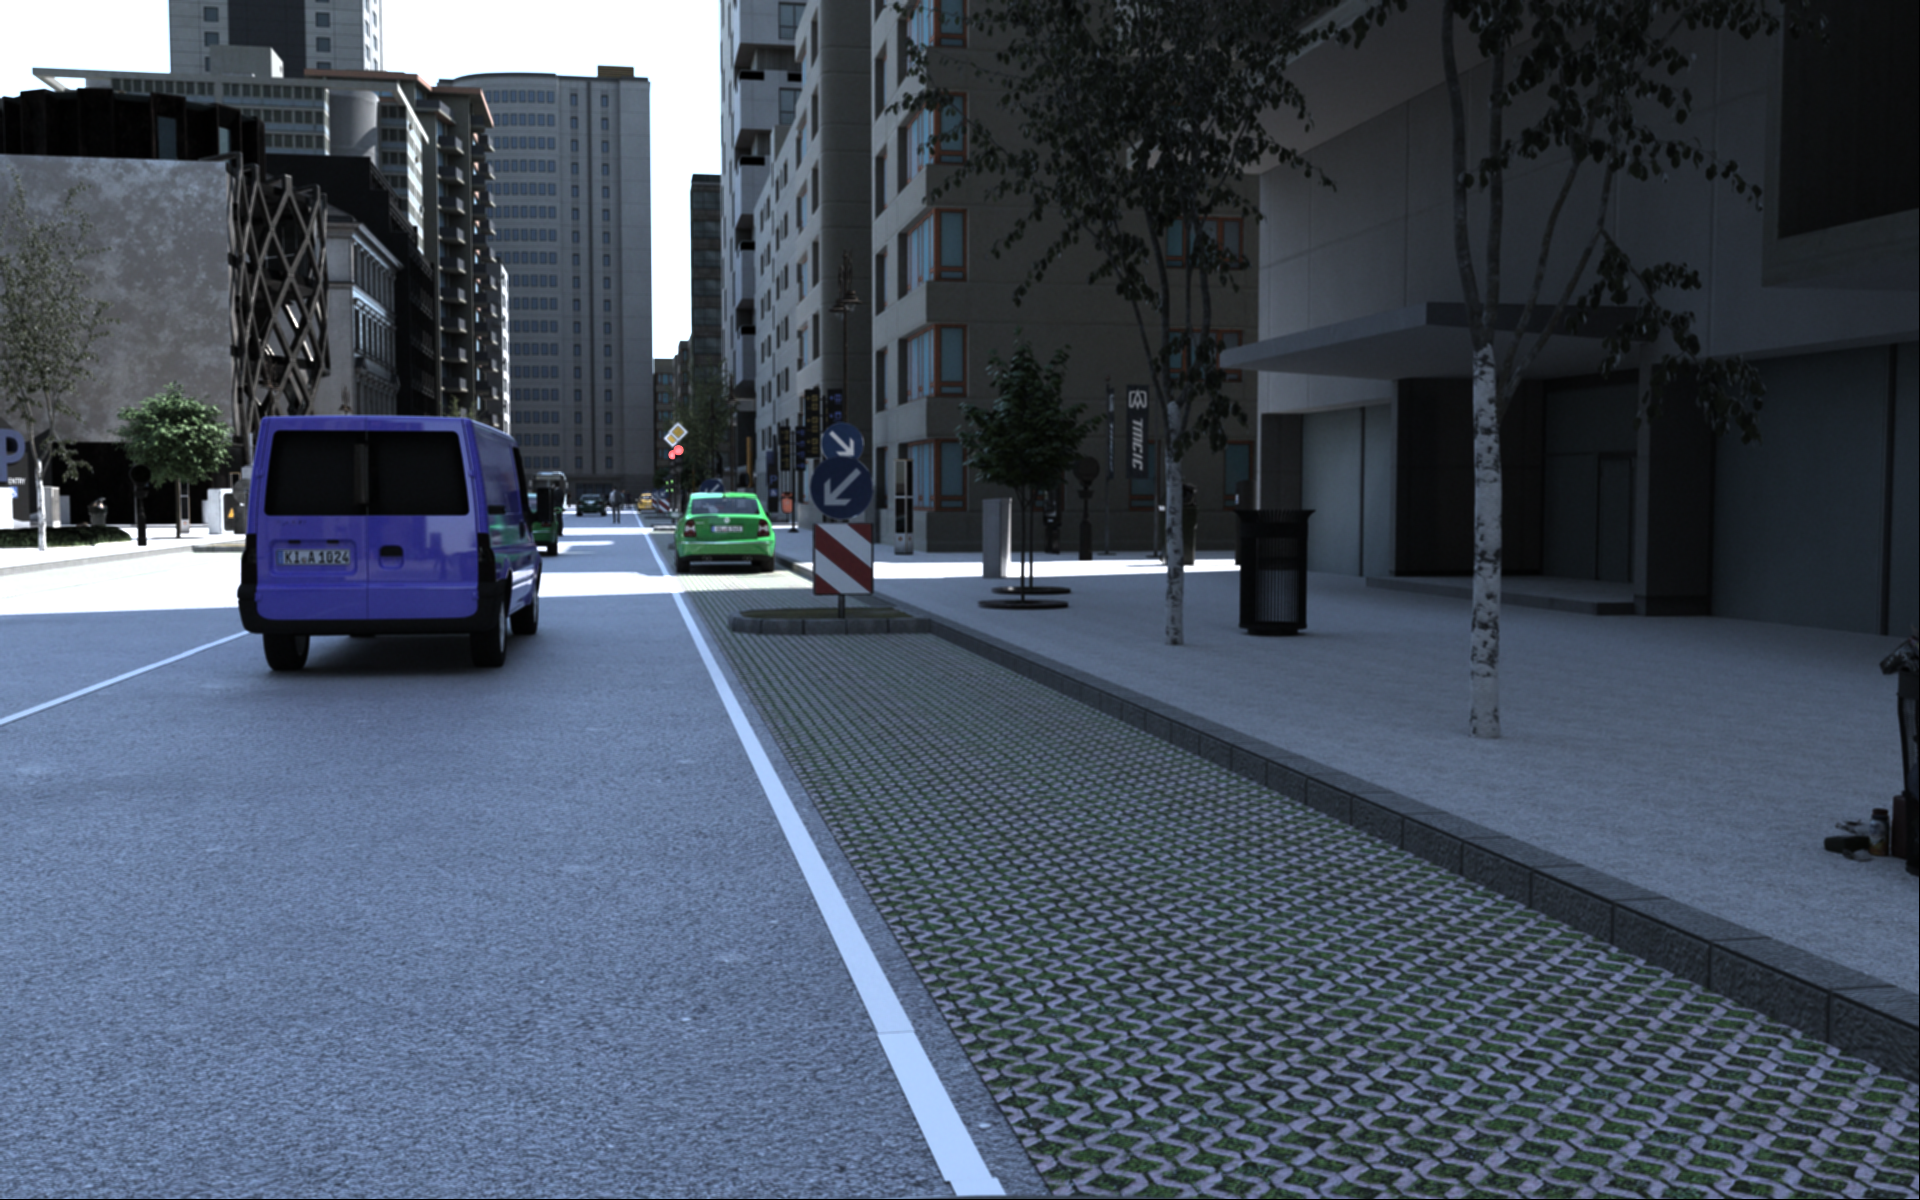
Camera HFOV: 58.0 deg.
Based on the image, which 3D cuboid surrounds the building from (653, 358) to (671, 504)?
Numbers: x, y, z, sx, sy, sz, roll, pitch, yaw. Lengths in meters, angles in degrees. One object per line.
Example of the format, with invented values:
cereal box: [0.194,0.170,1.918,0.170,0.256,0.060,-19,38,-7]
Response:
building: [-29.305,-24.720,249.208,28.899,21.520,27.650,-1,4,-11]

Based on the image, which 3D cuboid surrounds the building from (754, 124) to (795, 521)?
building: [4.264,-15.283,94.914,28.899,21.520,27.650,-1,4,-11]

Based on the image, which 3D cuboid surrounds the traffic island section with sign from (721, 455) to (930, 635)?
traffic island section with sign: [-1.455,-0.601,18.455,1.989,1.847,2.006,-1,4,-11]

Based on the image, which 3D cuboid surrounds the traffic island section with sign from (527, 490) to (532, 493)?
traffic island section with sign: [-42.962,-10.061,173.119,1.989,1.847,2.006,-1,4,-11]

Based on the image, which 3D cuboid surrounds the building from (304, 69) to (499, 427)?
building: [-60.570,-32.243,181.797,22.147,44.769,28.867,-1,4,-11]

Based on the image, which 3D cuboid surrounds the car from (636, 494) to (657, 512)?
car: [-24.966,-7.862,138.767,2.015,1.641,3.980,-1,4,-11]

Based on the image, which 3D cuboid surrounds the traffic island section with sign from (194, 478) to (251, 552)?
traffic island section with sign: [-17.887,-2.121,43.302,1.989,1.847,2.006,-1,4,-11]

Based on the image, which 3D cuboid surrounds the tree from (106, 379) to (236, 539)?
tree: [-22.591,-4.037,49.712,4.285,4.588,4.351,0,3,0]

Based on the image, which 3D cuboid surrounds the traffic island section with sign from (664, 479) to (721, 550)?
traffic island section with sign: [-6.598,-2.231,45.109,1.989,1.847,2.006,-1,4,-11]

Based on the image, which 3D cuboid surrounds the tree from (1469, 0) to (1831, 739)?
tree: [2.891,-3.567,8.690,4.360,8.622,3.978,0,3,0]

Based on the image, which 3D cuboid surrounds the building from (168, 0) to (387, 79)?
building: [-78.510,-46.746,202.549,20.611,71.187,20.563,-1,4,-11]

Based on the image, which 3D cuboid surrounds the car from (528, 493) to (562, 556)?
car: [-10.541,-1.999,41.473,1.959,1.807,4.718,-1,4,-13]

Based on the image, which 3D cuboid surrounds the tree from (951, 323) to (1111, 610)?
tree: [0.661,-1.539,19.769,1.663,3.219,1.824,0,3,0]

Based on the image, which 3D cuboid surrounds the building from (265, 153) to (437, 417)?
building: [-43.953,-17.837,121.319,12.332,23.373,15.834,-1,4,-11]

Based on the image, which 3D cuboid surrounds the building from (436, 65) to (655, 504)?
building: [-56.956,-42.678,239.780,28.212,58.520,21.231,-1,4,-11]

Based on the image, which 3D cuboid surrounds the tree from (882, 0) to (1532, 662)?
tree: [1.614,-3.917,14.399,4.360,8.622,3.978,0,3,0]

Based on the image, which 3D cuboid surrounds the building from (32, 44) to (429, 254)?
building: [-61.323,-28.309,154.725,32.217,40.220,23.993,-1,4,-11]

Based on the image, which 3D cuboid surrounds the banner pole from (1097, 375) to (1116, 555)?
banner pole: [3.130,-2.826,36.221,0.401,3.779,0.863,0,4,-7]

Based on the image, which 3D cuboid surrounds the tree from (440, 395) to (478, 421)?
tree: [-36.836,-10.885,128.339,4.737,8.622,4.395,0,3,0]

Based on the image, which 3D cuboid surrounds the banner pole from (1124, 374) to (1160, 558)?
banner pole: [3.735,-2.748,34.940,0.863,3.779,0.401,-1,4,-8]

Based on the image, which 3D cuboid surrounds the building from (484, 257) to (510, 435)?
building: [-62.108,-26.832,210.402,14.107,30.474,14.160,-1,4,-11]

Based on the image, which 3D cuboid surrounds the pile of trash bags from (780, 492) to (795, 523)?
pile of trash bags: [-8.968,-4.038,75.769,3.447,1.369,1.912,0,4,-6]

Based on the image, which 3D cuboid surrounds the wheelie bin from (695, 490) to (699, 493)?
wheelie bin: [-18.898,-7.166,125.065,0.693,1.594,0.980,0,4,8]

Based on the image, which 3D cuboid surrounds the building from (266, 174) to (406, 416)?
building: [-39.982,-14.663,104.364,10.561,19.102,19.286,-1,4,-11]

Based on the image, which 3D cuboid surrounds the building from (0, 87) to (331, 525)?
building: [-38.457,-13.024,80.393,16.820,18.784,16.811,-1,4,-11]

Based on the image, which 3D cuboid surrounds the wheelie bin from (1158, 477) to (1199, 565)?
wheelie bin: [3.964,-1.434,31.358,0.693,1.594,0.980,0,4,-3]

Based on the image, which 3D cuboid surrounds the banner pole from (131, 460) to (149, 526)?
banner pole: [-33.520,-4.939,70.776,0.401,3.779,0.863,2,4,27]

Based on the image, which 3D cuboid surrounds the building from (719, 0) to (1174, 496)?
building: [-2.936,-32.702,123.916,28.713,52.752,27.495,-1,4,-11]

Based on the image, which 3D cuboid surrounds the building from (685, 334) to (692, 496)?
building: [-14.083,-20.642,182.531,27.650,21.520,28.899,-1,4,-11]

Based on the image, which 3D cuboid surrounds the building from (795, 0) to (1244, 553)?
building: [10.111,-12.783,54.036,27.650,21.520,28.899,-1,4,-11]

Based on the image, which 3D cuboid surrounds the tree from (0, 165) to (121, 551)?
tree: [-20.556,-5.375,38.247,4.360,8.622,3.978,0,3,0]

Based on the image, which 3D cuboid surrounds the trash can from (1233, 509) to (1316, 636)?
trash can: [2.865,-0.255,15.831,0.748,1.137,0.748,0,3,0]

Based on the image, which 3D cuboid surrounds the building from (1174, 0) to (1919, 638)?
building: [18.208,-26.215,17.847,28.713,52.752,27.495,-1,4,-11]

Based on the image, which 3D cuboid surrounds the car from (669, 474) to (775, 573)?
car: [-4.510,-1.469,32.816,1.959,1.807,4.718,-1,4,-10]

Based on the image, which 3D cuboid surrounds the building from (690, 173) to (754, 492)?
building: [-17.791,-23.730,159.686,14.160,30.474,14.107,-1,4,-11]

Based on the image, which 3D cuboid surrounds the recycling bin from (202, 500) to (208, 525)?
recycling bin: [-31.241,-3.659,72.385,0.722,1.027,0.722,-2,4,-32]

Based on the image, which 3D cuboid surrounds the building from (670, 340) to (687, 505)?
building: [-20.572,-22.397,211.226,27.650,21.520,28.899,-1,4,-11]

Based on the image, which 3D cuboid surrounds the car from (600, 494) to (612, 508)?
car: [-37.614,-10.591,182.952,2.009,1.686,4.222,-1,4,-12]

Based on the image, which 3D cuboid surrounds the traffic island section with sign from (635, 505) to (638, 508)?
traffic island section with sign: [-31.749,-10.192,175.268,1.989,1.847,2.006,-1,4,-11]

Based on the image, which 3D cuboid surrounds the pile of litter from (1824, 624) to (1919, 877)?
pile of litter: [3.620,0.497,5.847,1.176,0.858,1.719,1,4,16]

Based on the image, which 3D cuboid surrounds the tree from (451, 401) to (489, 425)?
tree: [-38.740,-11.394,136.660,4.360,8.622,3.978,0,3,0]

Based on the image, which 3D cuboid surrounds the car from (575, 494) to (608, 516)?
car: [-24.071,-6.200,113.161,2.131,1.459,4.920,-1,4,-9]

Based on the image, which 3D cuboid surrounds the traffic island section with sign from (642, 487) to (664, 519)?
traffic island section with sign: [-17.191,-5.581,99.884,1.989,1.847,2.006,-1,4,-11]

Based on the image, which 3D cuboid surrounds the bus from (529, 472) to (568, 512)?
bus: [-33.403,-8.940,141.024,2.948,3.499,13.247,-1,4,-12]

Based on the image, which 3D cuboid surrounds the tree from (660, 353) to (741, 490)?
tree: [-13.168,-8.496,89.266,4.737,8.622,4.395,0,3,0]
